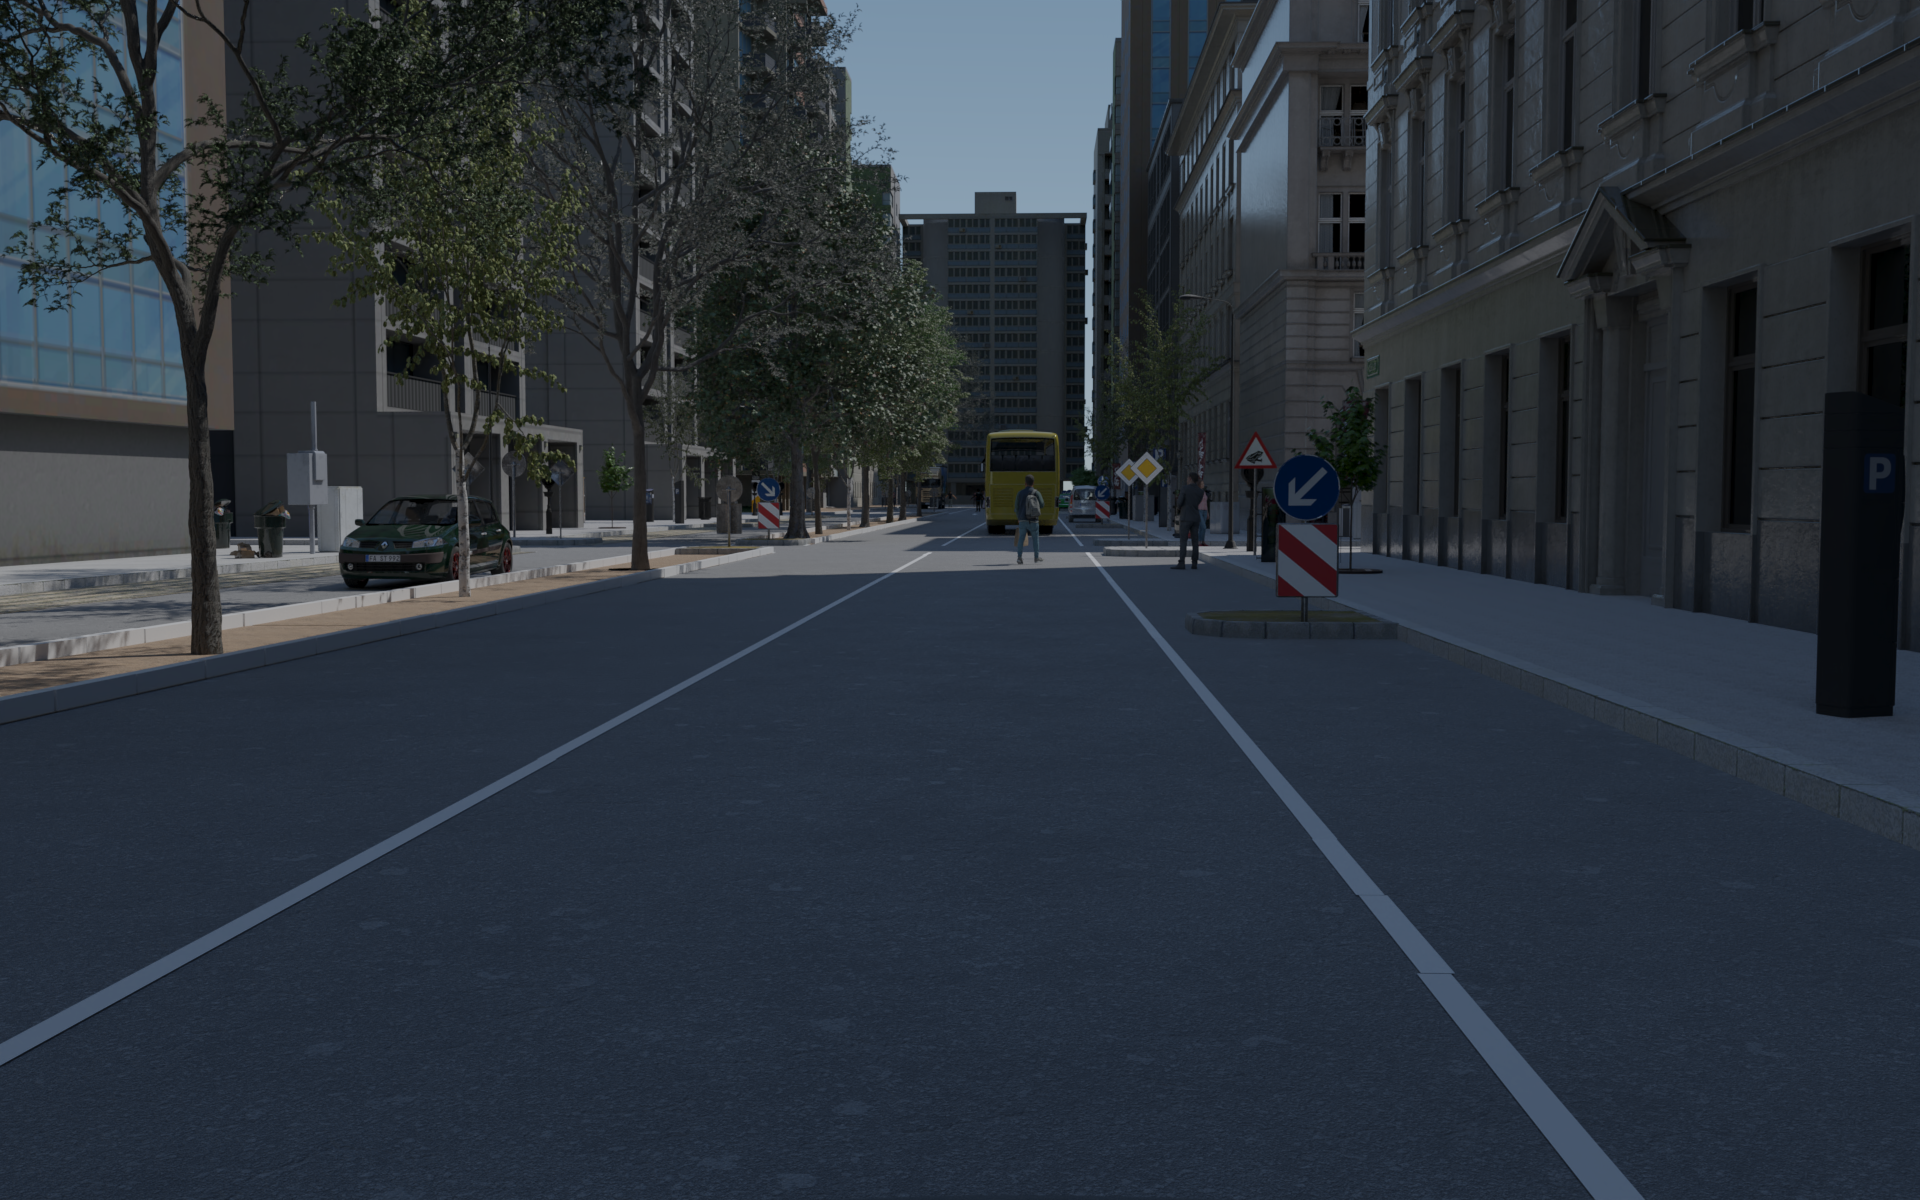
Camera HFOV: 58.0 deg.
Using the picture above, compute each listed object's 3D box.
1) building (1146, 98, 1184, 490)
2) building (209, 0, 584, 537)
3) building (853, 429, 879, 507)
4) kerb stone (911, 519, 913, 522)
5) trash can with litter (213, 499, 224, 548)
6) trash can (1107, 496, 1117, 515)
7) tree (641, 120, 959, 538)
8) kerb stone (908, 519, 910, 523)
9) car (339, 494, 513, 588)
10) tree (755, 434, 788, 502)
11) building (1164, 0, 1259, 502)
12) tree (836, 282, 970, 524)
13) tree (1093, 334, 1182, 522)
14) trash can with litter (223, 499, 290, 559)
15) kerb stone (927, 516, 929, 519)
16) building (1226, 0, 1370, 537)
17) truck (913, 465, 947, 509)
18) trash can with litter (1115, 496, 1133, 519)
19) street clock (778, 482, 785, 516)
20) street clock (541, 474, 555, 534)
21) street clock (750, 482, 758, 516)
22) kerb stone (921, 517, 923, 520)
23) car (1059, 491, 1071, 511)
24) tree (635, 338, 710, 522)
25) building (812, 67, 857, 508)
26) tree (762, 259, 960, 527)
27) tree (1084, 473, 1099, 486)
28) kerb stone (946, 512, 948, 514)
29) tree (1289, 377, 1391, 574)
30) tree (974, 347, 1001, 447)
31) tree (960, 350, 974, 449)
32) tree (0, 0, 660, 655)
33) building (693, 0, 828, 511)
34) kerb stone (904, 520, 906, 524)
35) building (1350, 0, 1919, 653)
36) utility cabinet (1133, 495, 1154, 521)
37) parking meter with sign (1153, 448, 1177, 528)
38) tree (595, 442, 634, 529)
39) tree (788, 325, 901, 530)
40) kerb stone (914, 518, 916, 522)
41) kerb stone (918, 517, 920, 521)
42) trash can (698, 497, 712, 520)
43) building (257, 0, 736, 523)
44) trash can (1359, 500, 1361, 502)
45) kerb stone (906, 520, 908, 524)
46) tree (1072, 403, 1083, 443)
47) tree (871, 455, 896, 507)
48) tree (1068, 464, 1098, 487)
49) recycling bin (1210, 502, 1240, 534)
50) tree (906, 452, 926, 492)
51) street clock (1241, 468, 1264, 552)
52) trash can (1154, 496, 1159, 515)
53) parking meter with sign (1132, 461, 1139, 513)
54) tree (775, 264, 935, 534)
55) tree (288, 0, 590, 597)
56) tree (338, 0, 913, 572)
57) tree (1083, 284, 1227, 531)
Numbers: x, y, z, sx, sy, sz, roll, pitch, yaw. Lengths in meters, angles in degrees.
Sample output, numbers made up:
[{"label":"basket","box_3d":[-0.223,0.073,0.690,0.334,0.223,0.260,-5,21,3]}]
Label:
[{"label":"building","box_3d":[19.685,-19.414,110.923,14.314,27.812,24.014,0,4,3]},{"label":"building","box_3d":[-24.778,-38.027,59.990,20.563,71.187,20.611,0,4,3]},{"label":"building","box_3d":[-24.442,-20.830,185.612,28.899,21.520,27.650,0,4,3]},{"label":"kerb stone","box_3d":[-2.582,-3.911,86.148,0.120,0.150,1.000,0,4,3]},{"label":"trash can with litter","box_3d":[-17.661,-1.794,40.726,1.055,1.170,0.624,1,4,12]},{"label":"trash can","box_3d":[9.352,-5.794,106.384,0.748,1.137,0.748,0,3,0]},{"label":"tree","box_3d":[-4.949,-8.134,52.461,9.611,12.733,9.660,0,3,0]},{"label":"kerb stone","box_3d":[-2.670,-3.786,84.096,0.120,0.150,1.000,0,4,3]},{"label":"car","box_3d":[-8.481,-1.096,27.705,2.009,1.686,4.222,0,4,2]},{"label":"tree","box_3d":[-11.805,-9.797,110.541,4.360,8.622,3.978,0,3,0]},{"label":"building","box_3d":[18.984,-15.310,83.607,16.112,22.955,30.059,0,4,3]},{"label":"tree","box_3d":[-3.307,-9.514,83.768,9.928,11.665,9.643,0,3,0]},{"label":"tree","box_3d":[8.193,-7.844,78.610,4.360,8.622,3.978,0,3,0]},{"label":"trash can with litter","box_3d":[-14.006,-1.422,34.643,0.624,1.170,1.055,3,5,42]},{"label":"kerb stone","box_3d":[-2.021,-4.665,98.467,0.120,0.150,1.000,0,4,3]},{"label":"building","box_3d":[21.352,-13.091,55.837,24.055,21.916,13.314,0,4,3]},{"label":"truck","box_3d":[-2.778,-10.922,167.494,2.839,4.237,11.283,0,4,2]},{"label":"trash can with litter","box_3d":[8.508,-4.736,88.826,1.055,1.170,0.624,-3,5,-44]},{"label":"street clock","box_3d":[-10.695,-6.038,103.287,0.471,2.002,0.358,-3,4,-38]},{"label":"street clock","box_3d":[-13.128,-3.102,55.284,0.471,2.002,0.358,-1,4,-19]},{"label":"street clock","box_3d":[-12.082,-5.952,101.891,0.358,2.002,0.471,3,5,41]},{"label":"kerb stone","box_3d":[-2.249,-4.351,93.326,0.120,0.150,1.000,0,4,3]},{"label":"car","box_3d":[9.001,-8.342,145.195,1.959,1.807,4.718,0,4,3]},{"label":"tree","box_3d":[-13.072,-7.875,79.117,4.360,8.622,3.978,0,3,0]},{"label":"building","box_3d":[-17.742,-29.217,161.287,14.154,41.232,14.086,0,4,3]},{"label":"tree","box_3d":[-4.160,-9.410,74.439,7.486,12.596,7.792,0,3,0]},{"label":"tree","box_3d":[11.561,-9.387,148.079,1.663,3.219,1.824,0,3,0]},{"label":"kerb stone","box_3d":[-1.088,-5.918,118.958,0.120,0.150,1.000,0,4,3]},{"label":"tree","box_3d":[6.468,-2.058,28.250,1.663,3.219,1.824,0,3,0]},{"label":"tree","box_3d":[-2.533,-11.938,108.018,12.009,13.543,11.850,0,3,0]},{"label":"tree","box_3d":[-3.145,-10.517,92.531,7.486,12.596,7.792,0,3,0]},{"label":"tree","box_3d":[-6.674,-4.807,15.470,8.767,10.594,7.601,0,4,3]},{"label":"building","box_3d":[-22.499,-29.646,139.344,22.147,44.769,28.867,0,4,3]},{"label":"kerb stone","box_3d":[-2.769,-3.661,82.053,0.120,0.150,1.000,0,4,3]},{"label":"building","box_3d":[15.763,-14.634,15.678,17.030,29.872,44.131,0,4,3]},{"label":"utility cabinet","box_3d":[8.672,-4.326,81.885,1.020,1.237,0.306,-2,4,-24]},{"label":"parking meter with sign","box_3d":[8.094,-4.328,67.029,0.543,3.016,1.738,2,4,32]},{"label":"tree","box_3d":[-12.949,-4.262,64.279,1.663,3.219,1.824,0,3,0]},{"label":"tree","box_3d":[-4.403,-7.074,68.484,4.360,8.622,3.978,0,3,0]},{"label":"kerb stone","box_3d":[-2.488,-4.037,88.204,0.120,0.150,1.000,0,4,3]},{"label":"kerb stone","box_3d":[-2.344,-4.225,91.279,0.120,0.150,1.000,0,4,3]},{"label":"trash can","box_3d":[-12.657,-4.546,85.984,0.748,1.137,0.748,0,3,0]},{"label":"building","box_3d":[-23.267,-40.062,93.265,20.563,71.187,20.611,0,4,3]},{"label":"trash can","box_3d":[9.826,-1.796,41.026,0.748,1.137,0.748,0,3,0]},{"label":"kerb stone","box_3d":[-2.725,-3.721,83.075,0.120,0.150,1.000,0,4,3]},{"label":"tree","box_3d":[9.343,-9.678,108.598,4.737,8.622,4.395,0,3,0]},{"label":"tree","box_3d":[-7.567,-13.646,173.472,4.737,8.622,4.395,0,3,0]},{"label":"tree","box_3d":[14.270,-13.270,200.683,4.285,4.588,4.351,0,3,0]},{"label":"recycling bin","box_3d":[8.551,-2.652,55.922,0.722,1.027,0.722,-2,4,-24]},{"label":"tree","box_3d":[-3.274,-8.997,99.923,4.360,8.622,3.978,0,3,0]},{"label":"street clock","box_3d":[6.509,-2.082,38.609,0.471,2.002,0.358,-1,4,-8]},{"label":"trash can","box_3d":[11.627,-5.677,104.465,0.748,1.137,0.748,0,3,0]},{"label":"parking meter with sign","box_3d":[9.428,-5.939,93.370,0.543,3.016,1.738,1,4,8]},{"label":"tree","box_3d":[-4.949,-7.606,61.225,8.767,10.594,7.601,0,4,3]},{"label":"tree","box_3d":[-6.835,-4.323,23.506,4.737,8.622,4.395,0,3,0]},{"label":"tree","box_3d":[-5.944,-7.276,31.783,12.009,13.543,11.850,0,3,0]},{"label":"tree","box_3d":[7.067,-6.721,60.249,4.737,8.622,4.395,0,3,0]}]
